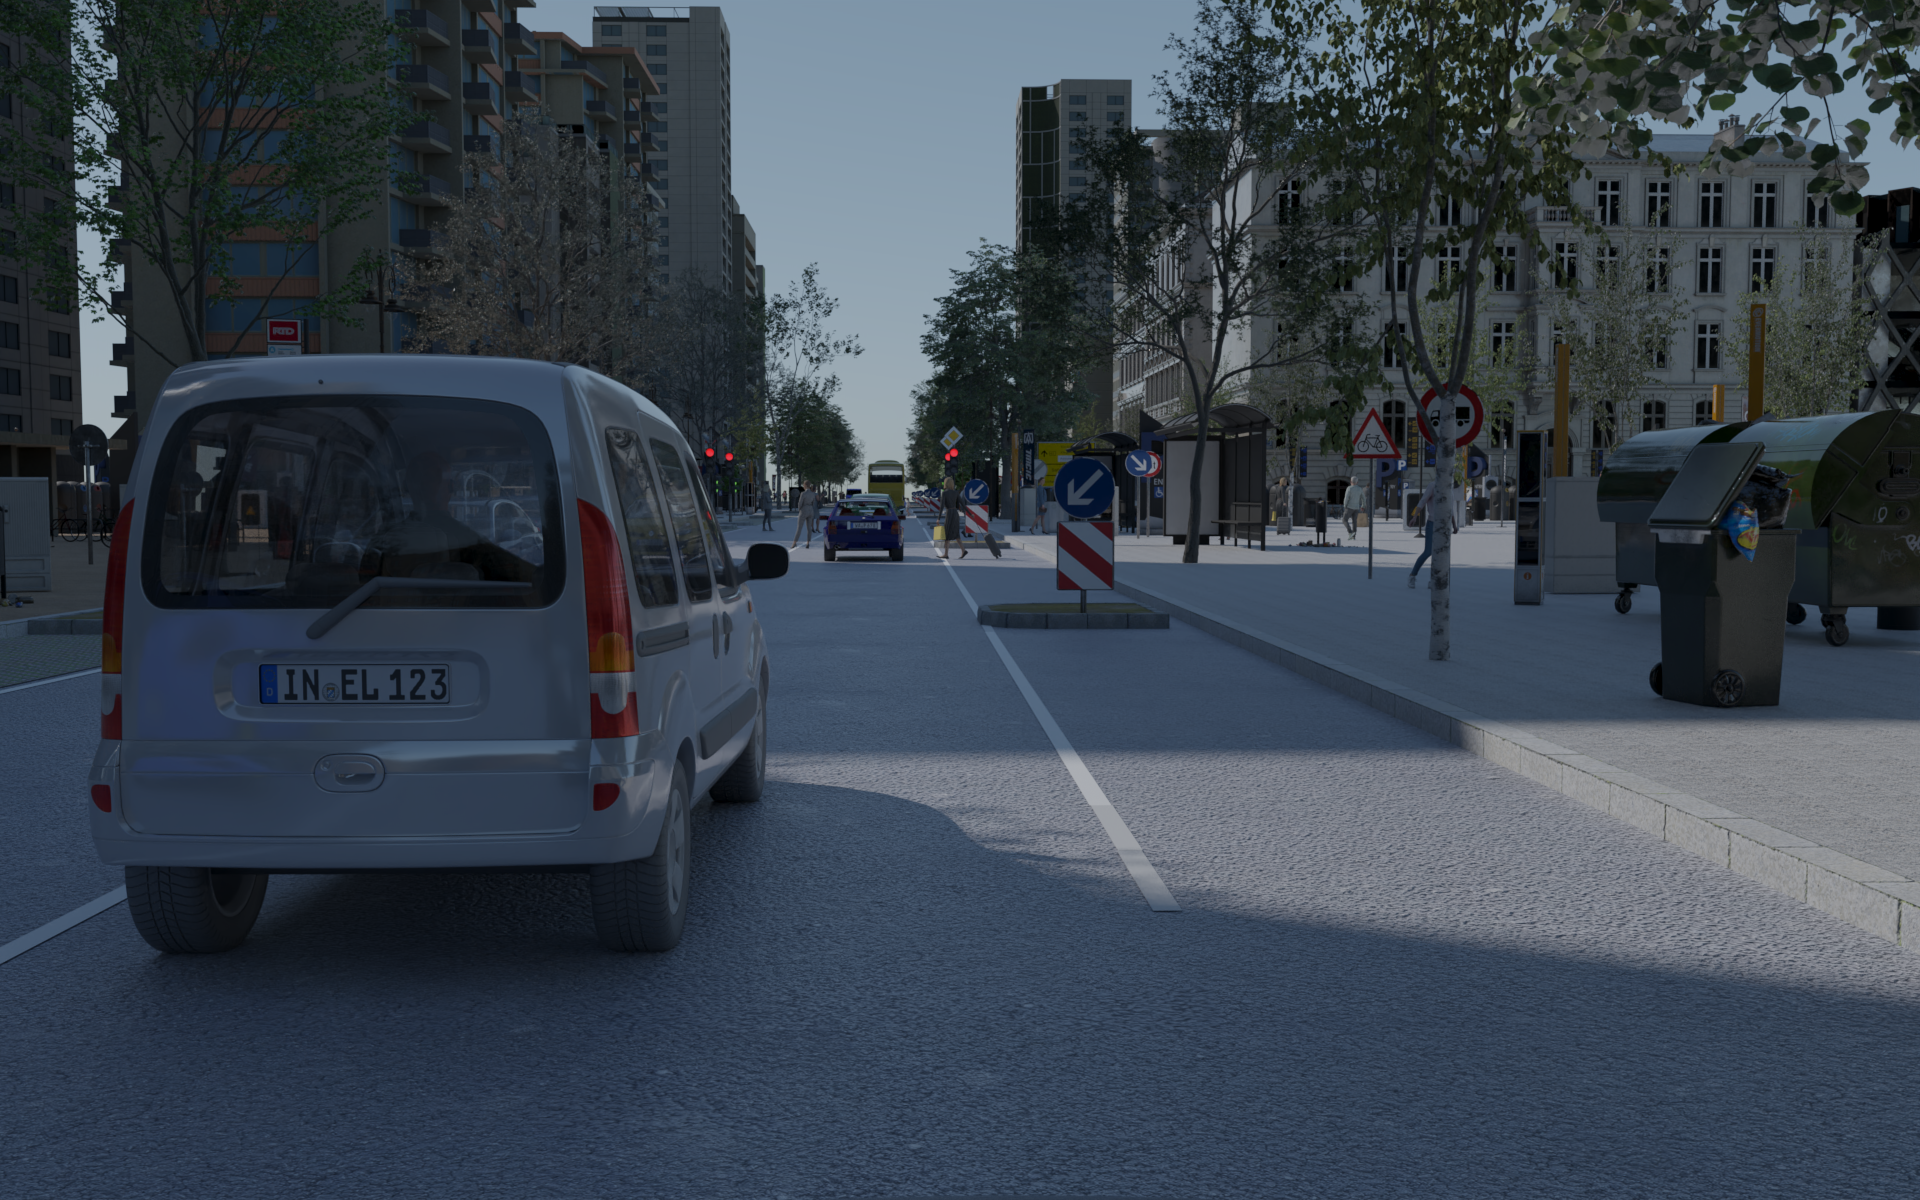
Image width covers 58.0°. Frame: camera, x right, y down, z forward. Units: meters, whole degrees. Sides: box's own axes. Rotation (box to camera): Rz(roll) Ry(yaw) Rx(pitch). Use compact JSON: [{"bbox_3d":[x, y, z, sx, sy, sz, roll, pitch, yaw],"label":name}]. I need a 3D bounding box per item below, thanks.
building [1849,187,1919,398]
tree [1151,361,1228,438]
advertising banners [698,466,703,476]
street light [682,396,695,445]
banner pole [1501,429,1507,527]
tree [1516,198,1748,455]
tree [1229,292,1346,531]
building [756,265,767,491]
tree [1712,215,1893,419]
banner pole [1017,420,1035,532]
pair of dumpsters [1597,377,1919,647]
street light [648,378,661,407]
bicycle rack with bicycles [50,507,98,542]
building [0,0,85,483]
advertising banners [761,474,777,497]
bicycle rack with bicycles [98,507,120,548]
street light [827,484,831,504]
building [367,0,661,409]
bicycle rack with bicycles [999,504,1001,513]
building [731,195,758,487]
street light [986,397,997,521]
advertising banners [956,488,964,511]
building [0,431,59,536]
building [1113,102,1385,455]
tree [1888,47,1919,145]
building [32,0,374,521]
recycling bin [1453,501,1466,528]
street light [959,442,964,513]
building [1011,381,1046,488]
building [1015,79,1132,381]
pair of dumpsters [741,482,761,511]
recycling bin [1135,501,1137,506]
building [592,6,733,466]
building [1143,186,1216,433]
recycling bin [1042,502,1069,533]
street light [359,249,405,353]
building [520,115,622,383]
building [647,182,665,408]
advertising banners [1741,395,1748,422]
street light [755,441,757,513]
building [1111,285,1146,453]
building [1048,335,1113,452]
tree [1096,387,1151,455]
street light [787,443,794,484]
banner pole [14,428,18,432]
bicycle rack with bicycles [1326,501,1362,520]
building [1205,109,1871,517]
[{"bbox_3d":[58.379,-14.403,102.943,16.811,18.784,16.820,0,4,-2],"label":"building"},{"bbox_3d":[13.041,-8.796,94.173,4.360,8.622,3.978,0,3,0],"label":"tree"},{"bbox_3d":[-17.038,-6.838,107.984,2.074,3.025,0.090,0,4,7],"label":"advertising banners"},{"bbox_3d":[-12.628,-6.593,80.583,0.468,5.910,1.993,0,4,-2],"label":"street light"},{"bbox_3d":[20.846,-4.671,66.385,0.401,3.779,0.863,0,4,7],"label":"banner pole"},{"bbox_3d":[15.984,-5.630,42.407,4.360,8.622,3.978,0,3,0],"label":"tree"},{"bbox_3d":[11.467,-6.709,60.050,4.360,8.622,3.978,0,3,0],"label":"tree"},{"bbox_3d":[-41.201,-37.715,300.227,14.154,41.232,14.086,0,4,-2],"label":"building"},{"bbox_3d":[21.984,-5.774,44.772,4.360,8.622,3.978,0,3,0],"label":"tree"},{"bbox_3d":[2.197,-4.203,58.738,0.863,3.779,0.401,3,4,37],"label":"banner pole"},{"bbox_3d":[7.714,-0.858,16.515,1.574,2.255,4.437,0,4,-2],"label":"pair of dumpsters"},{"bbox_3d":[-12.270,-5.902,69.286,0.468,5.910,1.993,0,4,-2],"label":"street light"},{"bbox_3d":[-23.277,-2.062,47.099,2.925,0.926,2.852,1,4,21],"label":"bicycle rack with bicycles"},{"bbox_3d":[-66.161,-40.399,98.779,20.611,71.187,20.563,0,4,-2],"label":"building"},{"bbox_3d":[-17.012,-9.590,152.984,2.074,3.025,0.090,-3,5,-42],"label":"advertising banners"},{"bbox_3d":[-20.081,-1.923,44.826,2.852,0.926,2.925,3,4,38],"label":"bicycle rack with bicycles"},{"bbox_3d":[-17.909,-16.284,239.035,0.468,5.910,1.993,0,4,-2],"label":"street light"},{"bbox_3d":[-41.037,-31.372,167.558,22.147,44.769,28.867,0,4,-2],"label":"building"},{"bbox_3d":[2.675,-6.027,111.926,2.925,0.926,2.852,1,4,14],"label":"bicycle rack with bicycles"},{"bbox_3d":[-44.678,-40.263,282.007,21.300,48.544,21.600,0,4,-2],"label":"building"},{"bbox_3d":[1.447,-6.612,80.889,0.468,5.910,1.993,0,4,-2],"label":"street light"},{"bbox_3d":[0.016,-8.317,132.175,0.090,3.025,2.074,2,4,27],"label":"advertising banners"},{"bbox_3d":[-40.559,-23.738,42.745,28.867,44.769,22.147,0,4,-2],"label":"building"},{"bbox_3d":[28.569,-29.618,176.127,32.217,40.220,23.993,0,4,-2],"label":"building"},{"bbox_3d":[11.984,-4.171,18.560,4.737,8.622,4.395,0,3,0],"label":"tree"},{"bbox_3d":[-38.256,-27.557,105.174,22.147,44.769,28.867,0,4,-2],"label":"building"},{"bbox_3d":[19.034,-3.302,66.549,0.722,1.027,0.722,1,4,19],"label":"recycling bin"},{"bbox_3d":[0.185,-8.878,117.938,0.468,5.910,1.993,0,4,-2],"label":"street light"},{"bbox_3d":[22.546,-26.621,280.299,27.650,21.520,28.899,0,4,-2],"label":"building"},{"bbox_3d":[18.367,-52.912,303.365,20.563,71.187,20.611,0,4,-2],"label":"building"},{"bbox_3d":[-15.749,-7.749,129.193,1.574,2.255,4.437,0,4,-2],"label":"pair of dumpsters"},{"bbox_3d":[8.915,-4.689,89.216,0.722,1.027,0.722,0,4,2],"label":"recycling bin"},{"bbox_3d":[-42.686,-50.253,259.887,20.563,71.187,20.611,0,4,-2],"label":"building"},{"bbox_3d":[19.397,-18.080,124.484,11.050,23.489,19.941,0,4,-2],"label":"building"},{"bbox_3d":[3.173,-2.760,57.681,0.722,1.027,0.722,-1,4,-17],"label":"recycling bin"},{"bbox_3d":[-10.923,-3.671,32.808,0.468,5.910,1.993,0,4,-2],"label":"street light"},{"bbox_3d":[-34.597,-22.231,135.182,14.160,30.474,14.107,0,4,-2],"label":"building"},{"bbox_3d":[-46.830,-30.704,193.897,32.217,40.220,23.993,0,4,-2],"label":"building"},{"bbox_3d":[13.428,-2.086,30.288,2.074,3.025,0.090,-3,5,-44],"label":"advertising banners"},{"bbox_3d":[-13.841,-8.825,117.079,0.468,5.910,1.993,0,4,-2],"label":"street light"},{"bbox_3d":[19.606,-18.892,145.038,11.583,22.565,21.152,0,4,-2],"label":"building"},{"bbox_3d":[25.559,-21.929,203.586,27.650,21.520,28.899,0,4,-2],"label":"building"},{"bbox_3d":[11.597,-10.331,119.273,4.360,8.622,3.978,0,3,0],"label":"tree"},{"bbox_3d":[-15.169,-11.202,155.935,0.468,5.910,1.993,0,4,-2],"label":"street light"},{"bbox_3d":[-35.378,-4.614,65.449,0.863,3.779,0.401,0,4,5],"label":"banner pole"},{"bbox_3d":[19.163,-4.597,88.537,2.925,0.926,2.852,-2,4,-34],"label":"bicycle rack with bicycles"},{"bbox_3d":[32.661,-17.236,100.886,34.723,24.649,14.460,0,4,-2],"label":"building"}]
